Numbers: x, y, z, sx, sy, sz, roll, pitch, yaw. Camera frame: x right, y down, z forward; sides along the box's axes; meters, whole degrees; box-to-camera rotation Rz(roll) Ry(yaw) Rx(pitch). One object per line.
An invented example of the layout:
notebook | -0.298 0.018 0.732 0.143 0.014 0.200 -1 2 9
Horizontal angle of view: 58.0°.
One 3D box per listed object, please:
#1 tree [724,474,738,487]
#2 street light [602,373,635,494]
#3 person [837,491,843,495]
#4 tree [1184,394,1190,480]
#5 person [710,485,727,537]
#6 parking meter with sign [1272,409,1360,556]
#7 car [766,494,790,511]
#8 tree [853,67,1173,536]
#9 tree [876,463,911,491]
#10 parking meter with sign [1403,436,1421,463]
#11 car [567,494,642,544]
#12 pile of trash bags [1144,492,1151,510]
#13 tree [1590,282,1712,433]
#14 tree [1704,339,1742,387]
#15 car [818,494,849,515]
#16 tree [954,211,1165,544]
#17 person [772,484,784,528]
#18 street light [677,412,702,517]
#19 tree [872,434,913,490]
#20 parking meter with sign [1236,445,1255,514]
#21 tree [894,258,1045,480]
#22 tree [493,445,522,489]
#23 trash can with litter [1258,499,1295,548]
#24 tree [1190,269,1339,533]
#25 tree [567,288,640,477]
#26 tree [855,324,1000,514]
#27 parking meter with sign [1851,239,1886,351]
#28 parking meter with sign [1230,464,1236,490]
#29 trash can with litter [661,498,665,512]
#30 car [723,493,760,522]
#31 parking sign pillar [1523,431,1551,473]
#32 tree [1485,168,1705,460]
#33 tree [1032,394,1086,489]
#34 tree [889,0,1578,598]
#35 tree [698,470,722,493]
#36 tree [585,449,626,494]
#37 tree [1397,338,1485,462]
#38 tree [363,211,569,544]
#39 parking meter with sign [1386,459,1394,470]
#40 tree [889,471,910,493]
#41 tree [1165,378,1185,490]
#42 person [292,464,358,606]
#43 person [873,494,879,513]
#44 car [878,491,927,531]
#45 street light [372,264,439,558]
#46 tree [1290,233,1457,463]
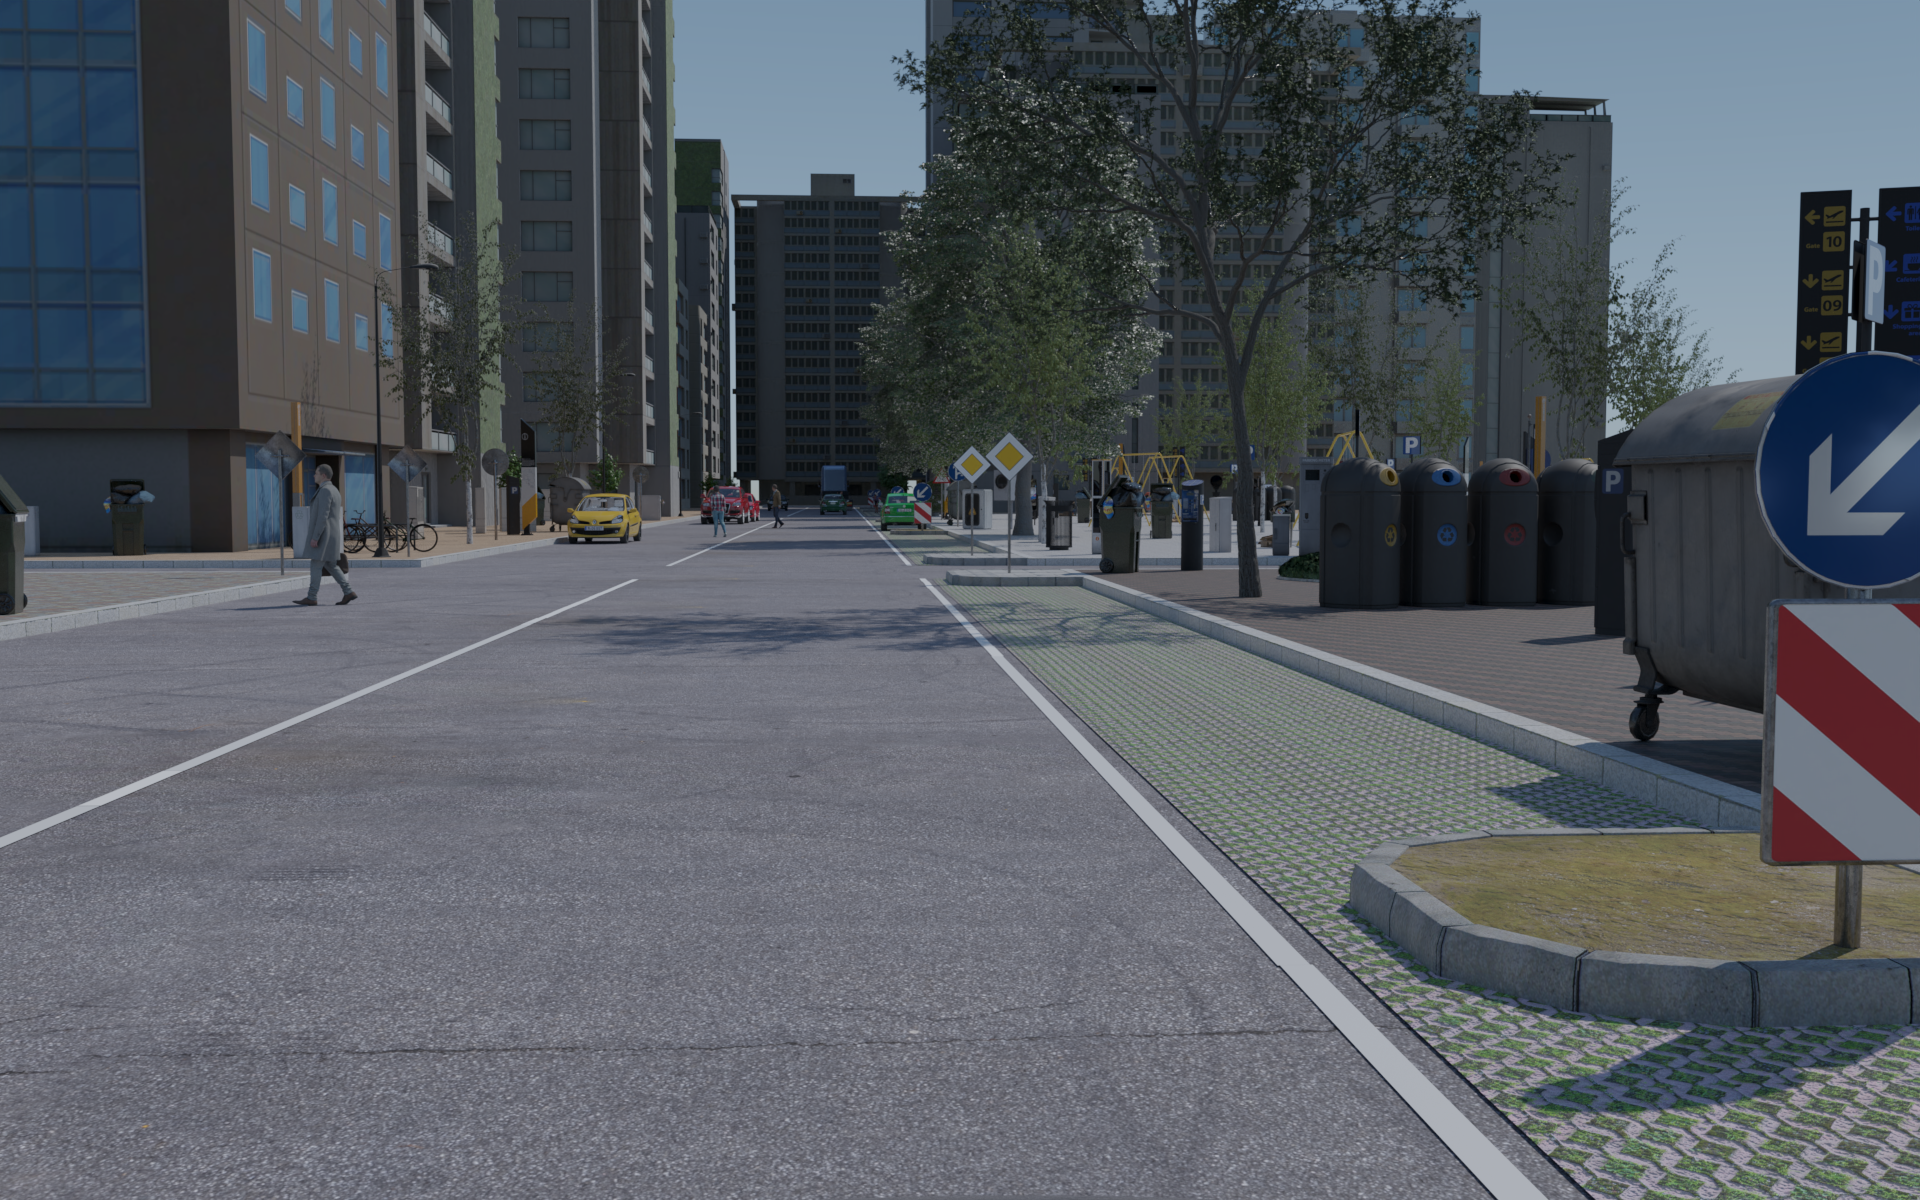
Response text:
tree | -21.728 -10.306 163.111 1.663 3.219 1.824 0 3 0
street light | -13.185 -5.759 66.704 1.470 5.913 1.316 0 4 -4
person | -9.884 -8.209 143.527 0.445 1.727 0.742 1 4 17
tree | 15.175 -8.701 92.623 4.737 8.622 4.395 0 3 0
person | -8.076 -2.964 57.798 0.563 1.720 0.643 -2 4 -27
parking meter with sign | 7.367 -2.422 35.861 1.738 3.016 0.543 1 4 14
car | -15.581 -8.457 148.050 2.009 1.686 4.222 0 4 -6
tree | 2.061 -8.973 53.364 9.857 13.997 8.962 0 3 0
tree | -6.082 -10.739 159.302 4.285 4.588 4.351 0 3 0
parking meter with sign | 14.128 -3.460 52.839 0.543 3.016 1.738 3 5 39
car | -10.495 -2.508 51.235 2.015 1.641 3.980 0 4 -2
pile of trash bags | 10.602 -4.781 87.928 1.912 1.369 3.447 -3 4 -38
tree | 24.110 -6.772 61.084 4.737 8.622 4.395 0 3 0
tree | 27.484 -7.123 66.825 4.360 8.622 3.978 0 3 0
car | -8.757 -6.619 120.024 2.131 1.459 4.920 0 4 -3
tree | 2.079 -5.740 44.208 4.737 8.622 4.395 0 3 0
person | -7.705 -3.936 72.768 0.656 1.842 0.836 2 4 34
street light | -15.359 -7.701 98.455 1.470 5.913 1.316 0 4 -4
tree | -5.615 -12.356 152.384 4.737 8.622 4.395 0 3 0
parking meter with sign | 10.323 -4.032 62.184 0.543 3.016 1.738 1 4 11
tree | 0.661 -9.768 77.832 7.486 12.596 7.792 0 3 0
tree | -17.466 -4.504 68.248 1.663 3.219 1.824 0 3 0
trash can with litter | 7.525 -1.837 41.427 0.624 1.170 1.055 -2 4 -30
tree | 10.325 -6.552 57.483 4.737 8.622 4.395 0 3 0
tree | -14.048 -6.886 62.945 4.360 8.622 3.978 0 3 0
tree | -1.649 -12.348 112.254 12.009 13.543 11.850 0 3 0
parking meter with sign | 6.945 -0.937 11.578 1.738 3.016 0.543 3 5 40
parking meter with sign | 16.318 -6.383 100.623 0.543 3.016 1.738 -1 4 -19
trash can with litter | -15.021 -4.547 85.732 0.624 1.170 1.055 0 4 2
car | -11.449 -4.964 90.199 2.155 1.783 4.494 0 4 -2
parking sign pillar | 24.876 -5.268 74.601 1.447 3.967 1.447 -2 4 -24
tree | 14.308 -5.483 40.003 4.360 8.622 3.978 0 3 0
tree | 4.489 -8.568 90.448 4.360 8.622 3.978 0 3 0
tree | 3.565 -5.333 21.607 8.767 10.594 7.601 -1 4 -13
tree | -19.604 -8.577 134.839 1.663 3.219 1.824 0 3 0
tree | -15.076 -4.822 73.445 1.663 3.219 1.824 0 3 0
tree | 22.936 -8.078 82.432 4.737 8.622 4.395 0 3 0
tree | -12.824 -5.740 44.206 4.360 8.622 3.978 0 3 0
parking meter with sign | 20.855 -5.531 86.699 0.543 3.016 1.738 -3 4 -36
tree | -4.987 -9.298 146.624 1.663 3.219 1.824 0 3 0
tree | 13.785 -9.449 104.848 4.737 8.622 4.395 0 3 0
person | -8.176 -0.835 22.252 0.767 1.812 0.694 0 4 -6
person | -6.279 -7.222 129.808 0.421 1.427 0.697 1 4 12
car | -2.256 -3.646 68.405 1.959 1.807 4.718 0 4 -3
street light | -11.207 -3.821 35.019 1.470 5.913 1.316 0 4 -4
tree | 11.361 -6.001 48.477 4.360 8.622 3.978 0 3 0
